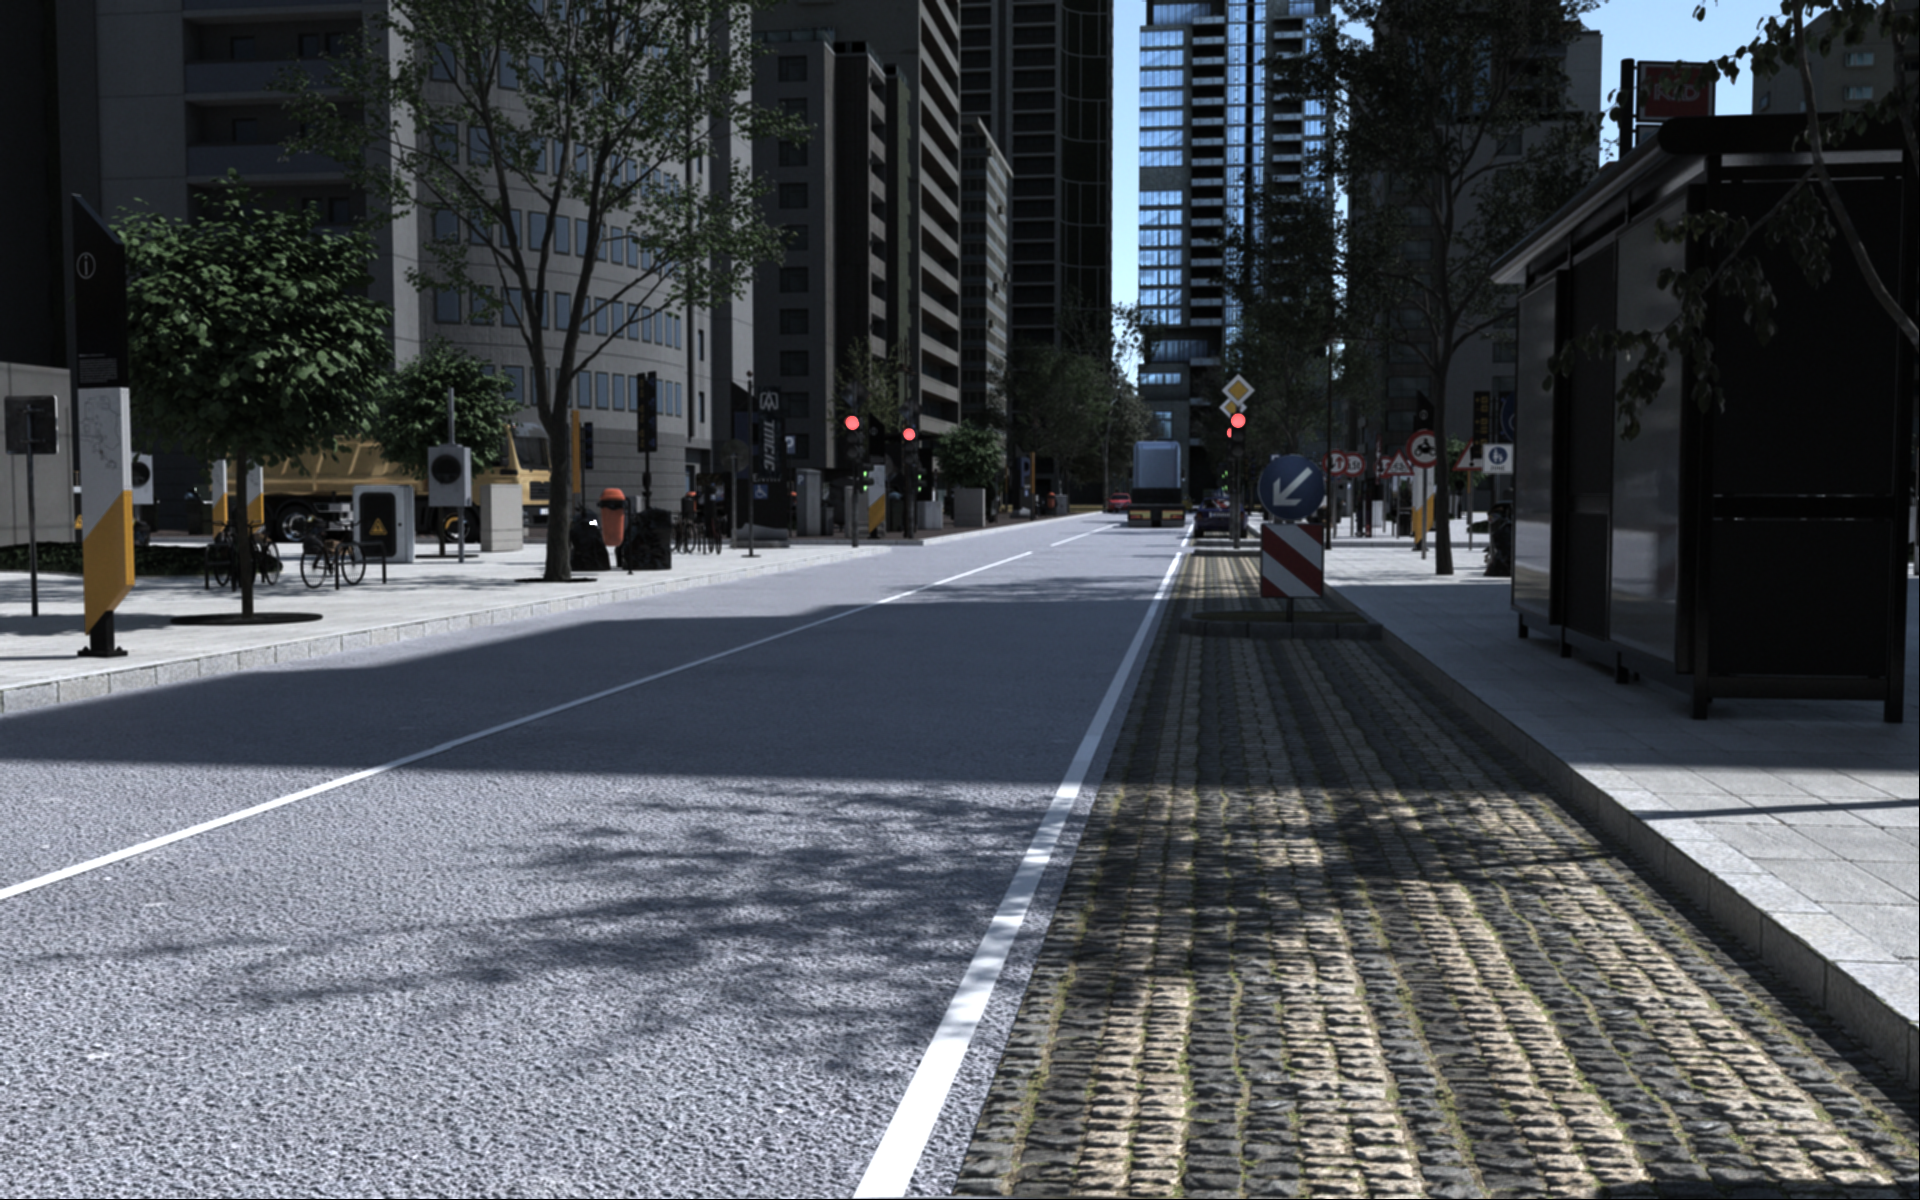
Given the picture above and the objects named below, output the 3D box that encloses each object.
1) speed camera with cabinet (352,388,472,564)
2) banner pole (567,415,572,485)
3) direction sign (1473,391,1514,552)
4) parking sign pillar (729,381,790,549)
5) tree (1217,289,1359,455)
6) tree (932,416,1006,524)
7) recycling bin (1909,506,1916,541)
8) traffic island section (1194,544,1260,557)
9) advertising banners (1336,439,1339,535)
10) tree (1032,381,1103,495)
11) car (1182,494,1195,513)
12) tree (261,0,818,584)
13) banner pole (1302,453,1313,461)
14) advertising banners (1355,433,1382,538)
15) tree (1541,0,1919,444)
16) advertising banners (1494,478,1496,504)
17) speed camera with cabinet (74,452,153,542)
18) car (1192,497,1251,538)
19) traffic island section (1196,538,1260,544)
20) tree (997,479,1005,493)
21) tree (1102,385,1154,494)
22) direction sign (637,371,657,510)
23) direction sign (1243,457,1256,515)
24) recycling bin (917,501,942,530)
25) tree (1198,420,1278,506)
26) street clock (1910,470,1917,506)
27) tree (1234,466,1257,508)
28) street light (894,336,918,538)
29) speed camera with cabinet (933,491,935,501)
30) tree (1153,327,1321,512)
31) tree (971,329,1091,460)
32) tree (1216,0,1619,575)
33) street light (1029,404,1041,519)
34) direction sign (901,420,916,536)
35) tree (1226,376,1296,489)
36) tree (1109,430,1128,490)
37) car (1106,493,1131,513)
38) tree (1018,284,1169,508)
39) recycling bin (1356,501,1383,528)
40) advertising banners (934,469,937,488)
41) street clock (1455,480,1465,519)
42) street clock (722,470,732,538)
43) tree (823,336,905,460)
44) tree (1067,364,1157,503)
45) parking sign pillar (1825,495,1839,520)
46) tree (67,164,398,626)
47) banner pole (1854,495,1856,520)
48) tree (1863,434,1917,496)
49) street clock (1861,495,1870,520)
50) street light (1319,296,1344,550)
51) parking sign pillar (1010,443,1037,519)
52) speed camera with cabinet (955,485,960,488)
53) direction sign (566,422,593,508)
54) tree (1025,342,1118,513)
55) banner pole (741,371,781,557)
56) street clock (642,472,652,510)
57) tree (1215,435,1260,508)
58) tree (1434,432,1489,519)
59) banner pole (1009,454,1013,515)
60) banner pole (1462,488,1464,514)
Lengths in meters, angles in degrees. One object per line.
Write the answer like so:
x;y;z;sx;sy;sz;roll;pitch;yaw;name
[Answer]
-10.135;-2.306;32.031;2.038;3.252;0.660;0;4;-4;speed camera with cabinet
-12.256;-3.919;54.086;0.863;3.779;0.401;2;4;27;banner pole
11.737;-2.823;38.152;0.876;3.537;0.379;0;4;6;direction sign
-4.790;-3.231;41.303;1.447;3.967;1.447;-1;4;-14;parking sign pillar
16.434;-9.827;86.420;9.928;11.665;9.643;0;3;0;tree
0.302;-5.491;73.488;4.285;4.588;4.351;0;3;0;tree
19.977;-1.418;35.745;0.722;1.027;0.722;-2;4;-30;recycling bin
6.498;-1.117;40.537;2.009;0.180;2.903;0;4;8;traffic island section
11.881;-3.578;54.692;0.090;3.025;2.074;1;4;10;advertising banners
6.372;-9.680;108.626;4.360;8.622;3.978;0;3;0;tree
17.128;-7.574;134.060;2.015;1.641;3.980;1;4;9;car
-5.869;-6.058;24.805;9.928;11.665;9.643;0;3;0;tree
21.216;-7.103;106.145;0.863;3.779;0.401;0;4;-8;banner pole
12.028;-3.350;50.954;0.090;3.025;2.074;0;4;-6;advertising banners
4.150;-3.477;7.208;4.360;8.622;3.978;0;3;0;tree
24.253;-5.042;78.627;0.090;3.025;2.074;1;4;12;advertising banners
-18.763;-2.658;37.802;0.660;3.252;2.038;3;5;41;speed camera with cabinet
8.652;-2.736;57.309;1.945;1.354;3.894;1;4;10;car
7.626;-1.600;48.442;2.009;0.180;2.903;0;4;8;traffic island section
2.485;-7.776;121.746;1.663;3.219;1.824;0;3;0;tree
19.041;-17.413;195.077;12.009;13.543;11.850;0;3;0;tree
-5.829;-2.466;32.310;0.379;3.537;0.876;-2;4;-32;direction sign
17.619;-6.936;105.399;0.876;3.537;0.379;3;5;44;direction sign
-1.086;-3.030;62.103;0.722;1.027;0.722;-2;4;-23;recycling bin
30.431;-16.451;185.980;9.611;12.733;9.660;0;3;0;tree
29.135;-2.949;52.794;0.358;2.002;0.471;0;4;4;street clock
26.109;-10.886;161.707;4.285;4.588;4.351;0;3;0;tree
-1.576;-4.761;50.636;0.468;5.910;1.993;0;4;8;street light
-1.877;-5.468;83.745;0.660;3.252;2.038;2;4;24;speed camera with cabinet
21.175;-13.168;125.663;12.009;13.543;11.850;0;3;0;tree
3.870;-10.051;98.754;7.601;10.594;8.767;-3;4;-36;tree
7.378;-5.680;27.280;7.601;10.594;8.767;0;4;-3;tree
3.860;-7.113;89.087;0.468;5.910;1.993;0;4;8;street light
-1.594;-3.764;53.533;0.379;3.537;0.876;2;4;27;direction sign
16.826;-8.800;94.243;4.360;8.622;3.978;0;3;0;tree
16.094;-13.949;178.430;4.360;8.622;3.978;0;3;0;tree
12.281;-7.557;132.593;2.155;1.783;4.494;1;4;9;car
12.079;-18.386;156.504;12.611;20.169;13.585;0;3;0;tree
15.774;-3.312;66.713;0.722;1.027;0.722;-2;4;-32;recycling bin
-1.998;-7.587;120.236;0.090;3.025;2.074;-2;4;-25;advertising banners
25.567;-5.142;88.636;0.471;2.002;0.358;1;4;10;street clock
-6.693;-2.813;50.558;0.471;2.002;0.358;-3;5;-41;street clock
-4.033;-7.924;79.919;4.737;8.622;4.395;0;3;0;tree
14.231;-16.032;168.771;9.857;13.997;8.962;0;3;0;tree
32.568;-4.717;65.601;1.447;3.967;1.447;3;5;44;parking sign pillar
-7.243;-2.070;17.551;4.285;4.588;4.351;0;3;0;tree
24.721;-3.548;48.031;0.863;3.779;0.401;-2;4;-25;banner pole
15.399;-2.131;29.438;1.663;3.219;1.824;0;3;0;tree
29.197;-3.137;55.864;0.358;2.002;0.471;0;4;0;street clock
8.479;-4.094;39.724;0.468;5.910;1.993;0;4;8;street light
3.341;-6.297;91.429;1.447;3.967;1.447;3;4;36;parking sign pillar
0.659;-7.691;120.080;2.038;3.252;0.660;1;4;21;speed camera with cabinet
-11.925;-3.843;54.822;0.876;3.537;0.379;2;4;35;direction sign
7.269;-11.844;119.411;9.928;11.665;9.643;0;3;0;tree
-4.032;-2.766;35.236;0.863;3.779;0.401;0;4;-1;banner pole
-10.336;-3.218;57.188;0.358;2.002;0.471;0;4;-3;street clock
22.990;-11.680;141.335;4.737;8.622;4.395;0;3;0;tree
25.870;-6.536;90.576;4.285;4.588;4.351;0;3;0;tree
3.237;-7.256;108.660;0.401;3.779;0.863;-2;4;-24;banner pole
32.202;-7.372;110.553;0.401;3.779;0.863;2;4;31;banner pole
